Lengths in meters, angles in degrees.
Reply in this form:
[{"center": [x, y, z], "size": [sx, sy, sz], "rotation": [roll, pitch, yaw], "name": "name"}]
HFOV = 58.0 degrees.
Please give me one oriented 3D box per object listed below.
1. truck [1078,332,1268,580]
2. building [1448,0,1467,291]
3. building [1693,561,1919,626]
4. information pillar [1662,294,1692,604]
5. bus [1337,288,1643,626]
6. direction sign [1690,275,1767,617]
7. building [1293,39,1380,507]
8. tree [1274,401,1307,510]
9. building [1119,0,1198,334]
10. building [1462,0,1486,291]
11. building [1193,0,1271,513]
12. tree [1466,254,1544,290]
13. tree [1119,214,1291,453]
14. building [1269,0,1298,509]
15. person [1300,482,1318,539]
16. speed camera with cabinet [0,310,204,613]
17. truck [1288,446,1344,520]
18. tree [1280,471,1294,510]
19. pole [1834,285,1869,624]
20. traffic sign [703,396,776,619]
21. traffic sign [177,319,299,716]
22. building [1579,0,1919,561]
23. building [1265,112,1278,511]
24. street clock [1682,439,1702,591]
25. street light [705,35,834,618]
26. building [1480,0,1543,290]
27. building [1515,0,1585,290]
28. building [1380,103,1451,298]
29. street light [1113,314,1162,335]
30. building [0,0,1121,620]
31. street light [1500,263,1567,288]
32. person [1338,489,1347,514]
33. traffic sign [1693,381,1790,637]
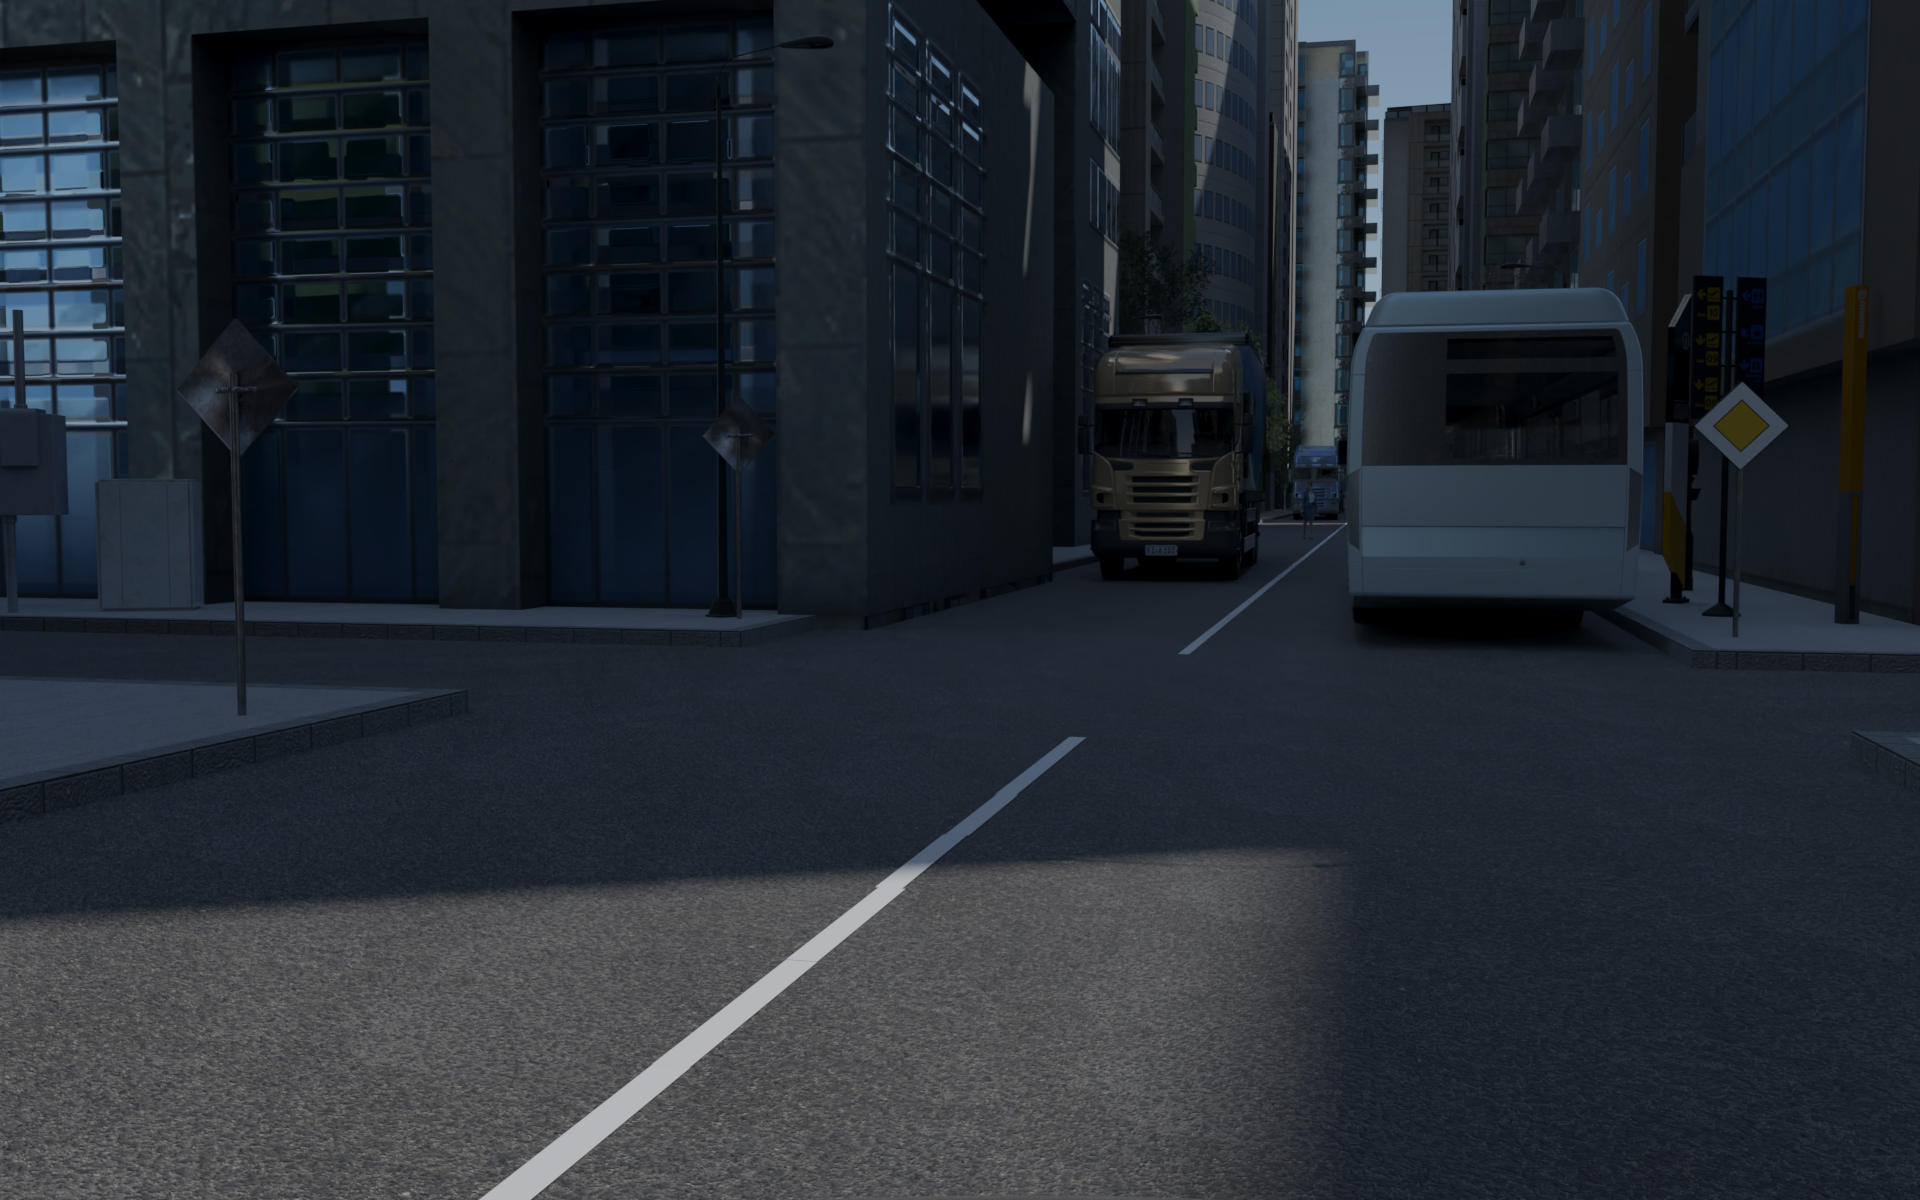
[{"center": [4.283, -2.667, 32.511], "size": [2.839, 4.237, 11.283], "rotation": [1, 4, 12], "name": "truck"}, {"center": [54.796, -33.878, 143.139], "size": [28.713, 52.752, 27.495], "rotation": [1, 4, 14], "name": "building"}, {"center": [17.243, -22.599, 19.605], "size": [14.200, 45.320, 14.600], "rotation": [1, 4, 14], "name": "building"}, {"center": [8.387, -1.768, 20.256], "size": [0.183, 3.616, 0.504], "rotation": [3, 5, 44], "name": "information pillar"}, {"center": [6.270, -1.666, 22.097], "size": [2.948, 3.499, 13.247], "rotation": [1, 4, 13], "name": "bus"}, {"center": [8.015, -1.598, 18.127], "size": [0.876, 3.537, 0.379], "rotation": [-1, 4, -15], "name": "direction sign"}, {"center": [29.084, -34.632, 185.834], "size": [30.456, 49.044, 23.786], "rotation": [1, 4, 14], "name": "building"}, {"center": [25.549, -11.395, 136.678], "size": [4.737, 8.622, 4.395], "rotation": [0, 3, 0], "name": "tree"}, {"center": [2.247, -23.807, 72.845], "size": [14.154, 41.232, 14.086], "rotation": [1, 4, 14], "name": "building"}, {"center": [44.993, -35.149, 116.691], "size": [21.231, 58.520, 28.212], "rotation": [1, 4, 14], "name": "building"}, {"center": [7.466, -34.509, 106.219], "size": [21.231, 58.520, 28.212], "rotation": [1, 4, 14], "name": "building"}, {"center": [17.123, -6.290, 53.196], "size": [4.360, 8.622, 3.978], "rotation": [0, 3, 0], "name": "tree"}, {"center": [6.166, -7.591, 58.529], "size": [7.601, 10.594, 8.767], "rotation": [-1, 4, -9], "name": "tree"}, {"center": [19.389, -43.868, 155.493], "size": [20.611, 71.187, 20.563], "rotation": [1, 4, 14], "name": "building"}, {"center": [11.127, -2.855, 55.195], "size": [0.581, 1.822, 0.654], "rotation": [0, 4, 3], "name": "person"}, {"center": [-9.488, -1.510, 19.025], "size": [2.038, 3.252, 0.660], "rotation": [-1, 4, -13], "name": "speed camera with cabinet"}, {"center": [21.071, -6.890, 102.410], "size": [2.967, 4.110, 18.799], "rotation": [1, 4, 12], "name": "truck"}, {"center": [26.596, -8.936, 140.704], "size": [1.663, 3.219, 1.824], "rotation": [0, 3, 0], "name": "tree"}, {"center": [8.777, -1.419, 17.043], "size": [0.158, 3.312, 0.155], "rotation": [0, 3, 0], "name": "pole"}, {"center": [-2.266, -0.862, 17.743], "size": [0.795, 2.450, 0.064], "rotation": [1, 4, 14], "name": "traffic sign"}, {"center": [-4.162, -0.388, 9.985], "size": [0.795, 2.450, 0.064], "rotation": [1, 4, 14], "name": "traffic sign"}, {"center": [22.703, -23.846, 39.998], "size": [14.600, 45.320, 14.200], "rotation": [1, 4, 14], "name": "building"}, {"center": [15.673, -21.735, 127.076], "size": [14.160, 30.474, 14.107], "rotation": [1, 4, 14], "name": "building"}, {"center": [9.647, -1.127, 22.998], "size": [0.358, 2.002, 0.471], "rotation": [1, 4, 17], "name": "street clock"}, {"center": [-1.955, -2.769, 17.813], "size": [1.470, 5.913, 1.316], "rotation": [1, 4, 14], "name": "street light"}, {"center": [36.505, -19.926, 97.497], "size": [14.160, 30.474, 14.107], "rotation": [1, 4, 14], "name": "building"}, {"center": [34.322, -27.438, 68.214], "size": [23.786, 49.044, 30.456], "rotation": [1, 4, 14], "name": "building"}, {"center": [49.808, -30.099, 175.717], "size": [14.086, 41.232, 14.154], "rotation": [1, 4, 14], "name": "building"}, {"center": [4.542, -4.435, 45.049], "size": [1.470, 5.913, 1.316], "rotation": [1, 4, 14], "name": "street light"}, {"center": [-8.137, -44.071, 33.232], "size": [22.319, 86.520, 31.000], "rotation": [1, 4, 14], "name": "building"}, {"center": [11.540, -3.809, 34.818], "size": [1.470, 5.913, 1.316], "rotation": [1, 4, 14], "name": "street light"}, {"center": [27.970, -7.253, 127.163], "size": [0.705, 1.814, 1.350], "rotation": [-3, 5, -43], "name": "person"}, {"center": [6.953, -0.724, 15.476], "size": [0.795, 2.450, 0.064], "rotation": [1, 4, 14], "name": "traffic sign"}]
